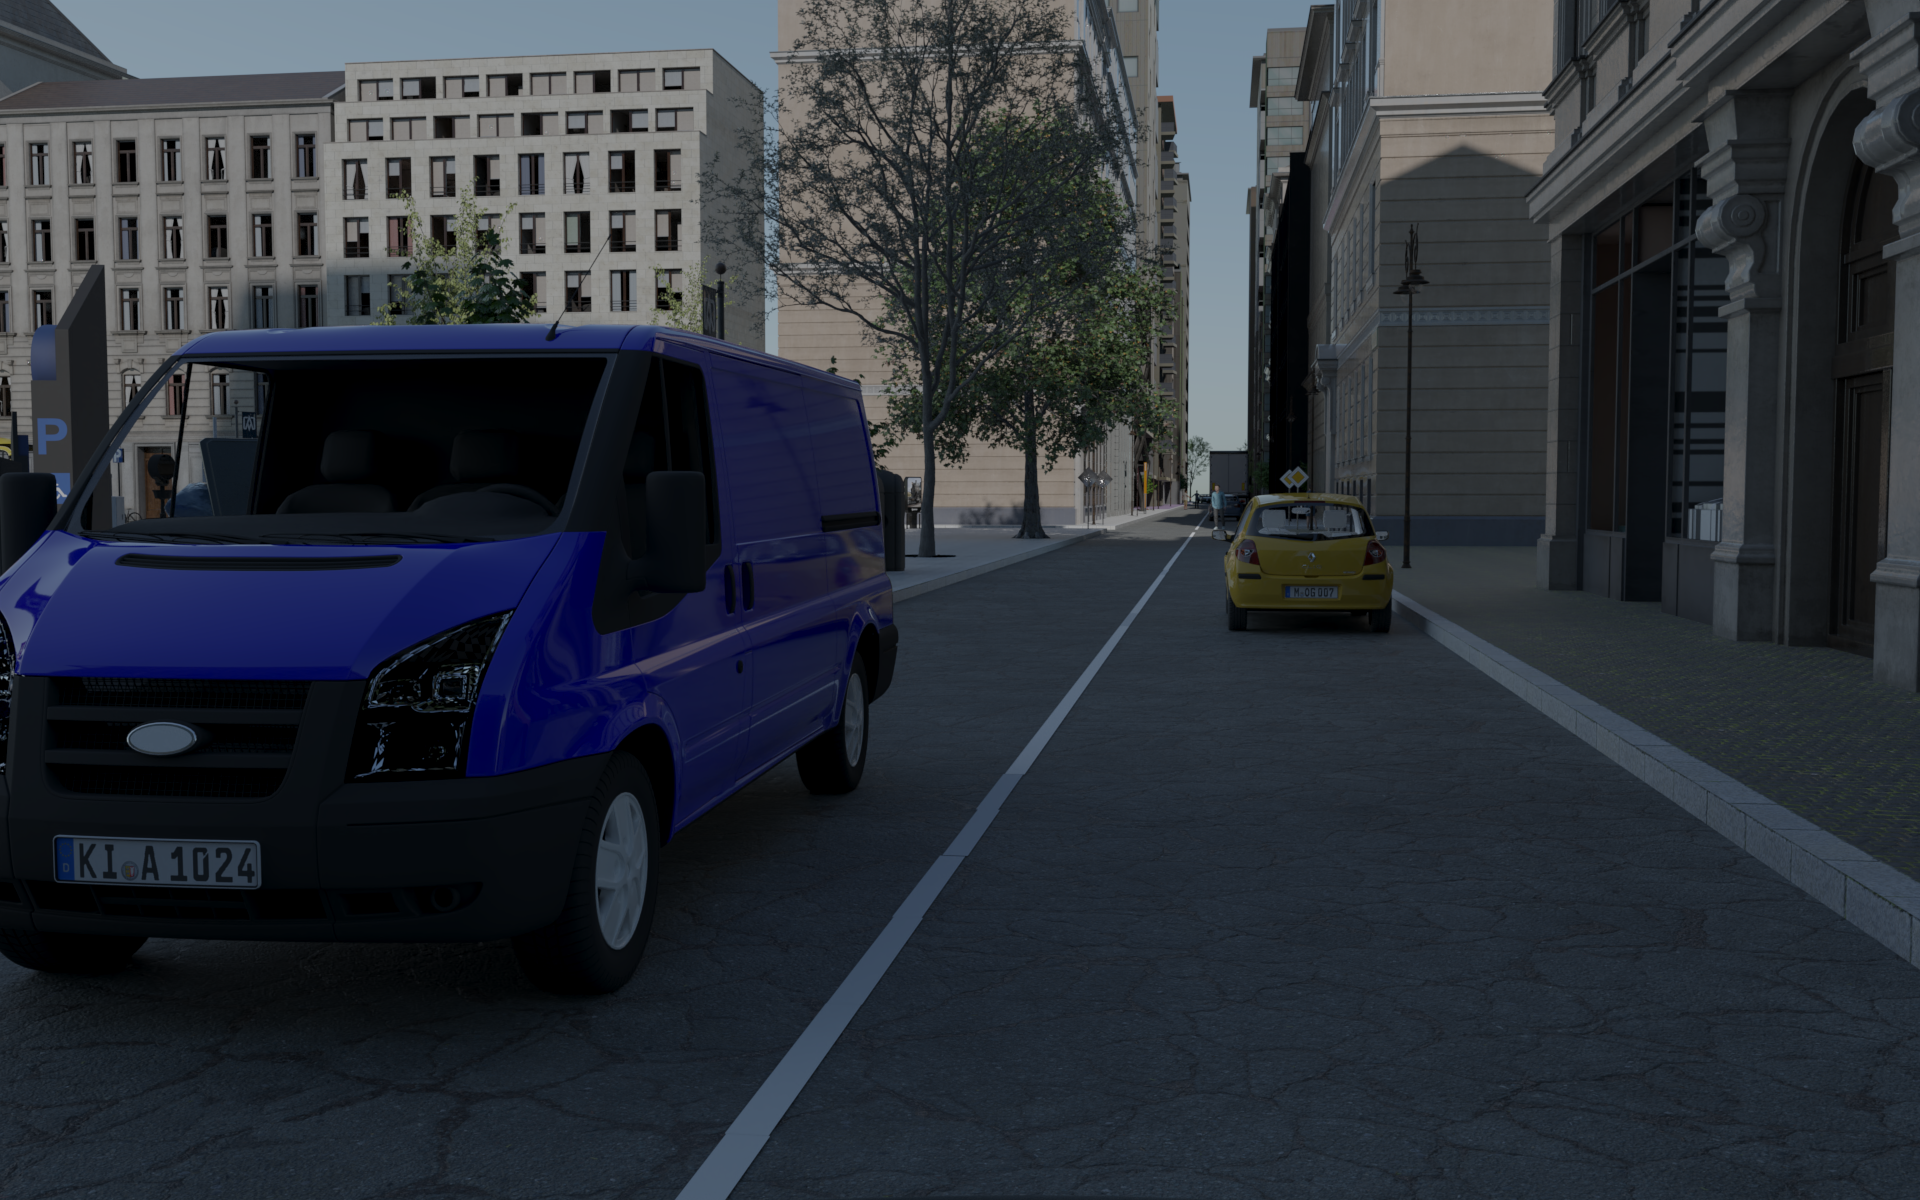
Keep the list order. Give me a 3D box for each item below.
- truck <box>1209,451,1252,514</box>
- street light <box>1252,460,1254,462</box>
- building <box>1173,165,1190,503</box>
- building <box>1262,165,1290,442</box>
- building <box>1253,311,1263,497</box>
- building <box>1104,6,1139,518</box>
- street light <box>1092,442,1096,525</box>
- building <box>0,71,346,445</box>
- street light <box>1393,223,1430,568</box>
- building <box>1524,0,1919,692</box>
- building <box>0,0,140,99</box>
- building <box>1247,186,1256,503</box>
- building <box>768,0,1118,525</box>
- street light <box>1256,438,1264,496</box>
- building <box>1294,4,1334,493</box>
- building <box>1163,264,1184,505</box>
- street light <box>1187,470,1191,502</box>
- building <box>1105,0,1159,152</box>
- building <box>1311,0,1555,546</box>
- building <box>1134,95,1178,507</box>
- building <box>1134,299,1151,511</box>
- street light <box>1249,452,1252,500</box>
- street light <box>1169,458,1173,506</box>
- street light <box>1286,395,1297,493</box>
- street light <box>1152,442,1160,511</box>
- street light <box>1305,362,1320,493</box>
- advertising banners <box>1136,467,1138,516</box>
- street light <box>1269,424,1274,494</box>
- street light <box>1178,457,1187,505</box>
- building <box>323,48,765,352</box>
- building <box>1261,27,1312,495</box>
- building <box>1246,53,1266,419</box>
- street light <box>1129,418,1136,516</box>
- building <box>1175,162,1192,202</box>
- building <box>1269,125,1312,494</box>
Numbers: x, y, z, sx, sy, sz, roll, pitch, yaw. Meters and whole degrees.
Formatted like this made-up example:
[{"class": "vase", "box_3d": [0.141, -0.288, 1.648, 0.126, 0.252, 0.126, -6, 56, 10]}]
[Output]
[{"class": "truck", "box_3d": [18.266, -7.845, 117.171, 2.839, 4.237, 11.283, 1, 4, 10]}, {"class": "street light", "box_3d": [27.014, -11.274, 157.123, 0.468, 5.910, 1.993, 1, 4, 9]}, {"class": "building", "box_3d": [22.726, -38.591, 254.658, 21.300, 48.544, 21.600, 1, 4, 9]}, {"class": "building", "box_3d": [30.149, -21.014, 130.973, 14.401, 28.519, 23.554, 1, 4, 9]}, {"class": "building", "box_3d": [44.154, -20.242, 176.003, 27.650, 21.520, 28.899, 1, 4, 9]}, {"class": "building", "box_3d": [4.562, -20.080, 105.802, 11.434, 29.767, 29.804, 1, 4, 9]}, {"class": "street light", "box_3d": [5.589, -6.079, 72.174, 0.468, 5.910, 1.993, 1, 4, 9]}, {"class": "building", "box_3d": [-35.677, -14.261, 82.324, 18.267, 20.994, 9.793, 1, 4, 9]}, {"class": "street light", "box_3d": [7.730, -3.488, 29.810, 0.468, 5.910, 1.993, 1, 4, 9]}, {"class": "building", "box_3d": [12.162, -10.425, 21.366, 10.553, 20.767, 40.483, 1, 4, 9]}, {"class": "building", "box_3d": [-56.645, -18.386, 87.998, 23.554, 28.519, 14.401, 1, 4, 9]}, {"class": "building", "box_3d": [47.741, -36.339, 244.256, 14.600, 45.320, 14.200, 1, 4, 9]}, {"class": "building", "box_3d": [0.080, -18.068, 81.312, 13.634, 28.700, 20.117, 1, 4, 9]}, {"class": "street light", "box_3d": [24.961, -10.443, 143.533, 0.468, 5.910, 1.993, 1, 4, 9]}, {"class": "building", "box_3d": [30.010, -14.794, 75.173, 30.059, 22.955, 16.112, 1, 4, 9]}, {"class": "building", "box_3d": [19.518, -26.794, 209.782, 14.160, 30.474, 14.107, 1, 4, 9]}, {"class": "street light", "box_3d": [34.096, -17.605, 260.635, 0.468, 5.910, 1.993, 1, 4, 9]}, {"class": "building", "box_3d": [4.514, -34.984, 161.227, 28.713, 52.752, 27.495, 1, 4, 9]}, {"class": "building", "box_3d": [17.845, -16.205, 50.853, 13.634, 28.700, 20.117, 1, 4, 9]}, {"class": "building", "box_3d": [12.333, -32.668, 188.739, 22.147, 44.769, 28.867, 1, 4, 9]}, {"class": "building", "box_3d": [5.785, -16.026, 129.481, 16.820, 18.784, 16.811, 1, 4, 9]}, {"class": "street light", "box_3d": [31.679, -13.190, 188.439, 0.468, 5.910, 1.993, 1, 4, 9]}, {"class": "street light", "box_3d": [21.817, -12.629, 179.264, 0.468, 5.910, 1.993, 1, 4, 9]}, {"class": "street light", "box_3d": [15.450, -6.613, 80.910, 0.468, 5.910, 1.993, 1, 4, 9]}, {"class": "street light", "box_3d": [15.058, -9.897, 134.600, 0.468, 5.910, 1.993, 1, 4, 9]}, {"class": "street light", "box_3d": [12.393, -5.389, 60.901, 0.468, 5.910, 1.993, 1, 4, 9]}, {"class": "advertising banners", "box_3d": [10.221, -6.334, 99.752, 0.090, 3.025, 2.074, 0, 4, 6]}, {"class": "street light", "box_3d": [20.254, -8.531, 112.275, 0.468, 5.910, 1.993, 1, 4, 9]}, {"class": "street light", "box_3d": [29.476, -15.703, 229.537, 0.468, 5.910, 1.993, 1, 4, 9]}, {"class": "building", "box_3d": [-18.408, -13.721, 79.087, 16.860, 20.320, 10.420, 1, 4, 9]}, {"class": "building", "box_3d": [34.257, -28.840, 155.131, 14.154, 41.232, 14.086, 1, 4, 9]}, {"class": "building", "box_3d": [48.451, -37.545, 203.105, 28.713, 52.752, 27.495, 1, 4, 9]}, {"class": "street light", "box_3d": [10.271, -7.980, 103.262, 0.468, 5.910, 1.993, 1, 4, 9]}, {"class": "building", "box_3d": [22.497, -42.208, 279.344, 28.713, 52.752, 27.495, 1, 4, 9]}, {"class": "building", "box_3d": [26.376, -17.216, 111.163, 12.332, 23.373, 15.834, 1, 4, 9]}]
